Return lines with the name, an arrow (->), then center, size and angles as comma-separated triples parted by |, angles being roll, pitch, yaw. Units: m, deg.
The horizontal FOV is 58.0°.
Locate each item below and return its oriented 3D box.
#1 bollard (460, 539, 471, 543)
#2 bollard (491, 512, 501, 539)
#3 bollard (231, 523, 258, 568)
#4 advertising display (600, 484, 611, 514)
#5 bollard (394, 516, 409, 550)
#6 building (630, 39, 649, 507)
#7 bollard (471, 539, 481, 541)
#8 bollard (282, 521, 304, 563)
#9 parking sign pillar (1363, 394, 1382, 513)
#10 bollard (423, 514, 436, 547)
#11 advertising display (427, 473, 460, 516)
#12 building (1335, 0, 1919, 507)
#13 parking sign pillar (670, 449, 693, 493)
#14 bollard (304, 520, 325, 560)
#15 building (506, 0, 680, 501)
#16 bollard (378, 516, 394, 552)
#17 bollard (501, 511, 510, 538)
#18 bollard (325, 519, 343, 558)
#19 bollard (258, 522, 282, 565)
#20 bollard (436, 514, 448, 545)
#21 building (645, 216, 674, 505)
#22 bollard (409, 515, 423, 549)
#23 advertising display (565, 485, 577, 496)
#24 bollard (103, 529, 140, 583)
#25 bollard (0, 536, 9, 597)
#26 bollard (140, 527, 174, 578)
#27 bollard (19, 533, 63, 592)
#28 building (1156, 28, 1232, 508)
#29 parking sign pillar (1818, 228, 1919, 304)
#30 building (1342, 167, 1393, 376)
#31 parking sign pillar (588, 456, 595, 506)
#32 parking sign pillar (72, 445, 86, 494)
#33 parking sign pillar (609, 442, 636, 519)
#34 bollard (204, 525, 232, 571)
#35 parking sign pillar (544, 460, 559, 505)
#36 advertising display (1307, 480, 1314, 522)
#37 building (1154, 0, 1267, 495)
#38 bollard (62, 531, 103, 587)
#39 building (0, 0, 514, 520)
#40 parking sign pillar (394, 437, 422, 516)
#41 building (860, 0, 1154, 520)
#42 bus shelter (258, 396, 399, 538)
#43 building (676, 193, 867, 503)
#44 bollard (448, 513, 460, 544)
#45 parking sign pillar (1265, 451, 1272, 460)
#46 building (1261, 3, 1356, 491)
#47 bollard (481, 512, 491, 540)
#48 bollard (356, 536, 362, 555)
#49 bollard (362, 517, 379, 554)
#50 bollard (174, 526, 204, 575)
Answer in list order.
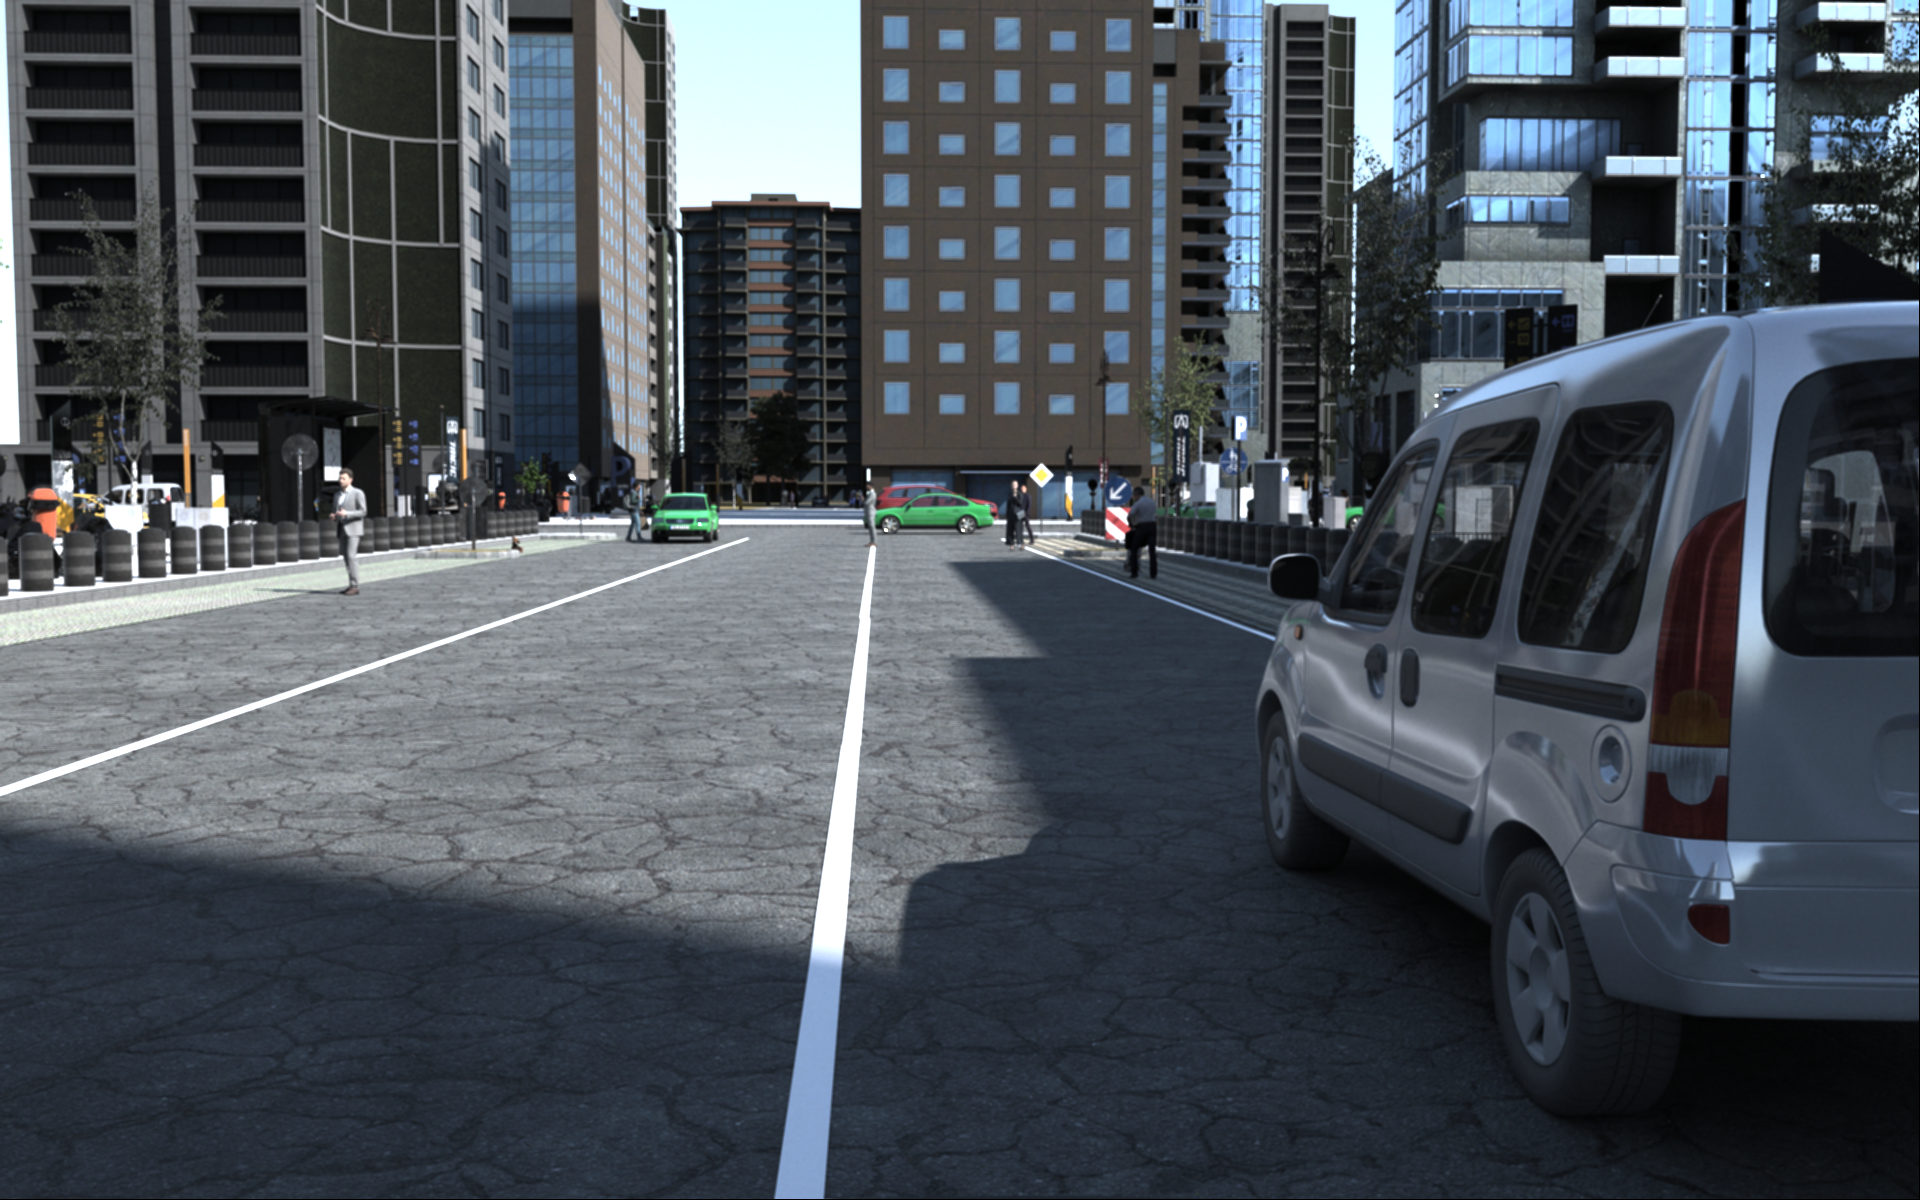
bollard -> -13.258, -1.900, 45.778 | 0.404, 0.777, 0.398 | 0, 3, 0
bollard -> -13.426, -2.121, 49.393 | 0.404, 0.777, 0.398 | 0, 3, 0
bollard -> -12.523, -0.941, 30.103 | 0.404, 0.777, 0.398 | 0, 3, 0
advertising display -> -22.496, -6.444, 110.579 | 0.974, 1.923, 0.123 | -1, 4, -8
bollard -> -12.974, -1.532, 39.767 | 0.404, 0.777, 0.398 | 0, 3, 0
building -> -37.518, -31.425, 163.907 | 14.600, 45.320, 14.200 | 0, 4, -3
bollard -> -13.313, -1.974, 46.989 | 0.404, 0.777, 0.398 | 0, 3, 0
bollard -> -12.638, -1.089, 32.520 | 0.404, 0.777, 0.398 | 0, 3, 0
parking sign pillar -> 11.260, -3.602, 47.372 | 1.447, 3.967, 1.447 | 1, 4, 12
bollard -> -13.089, -1.679, 42.168 | 0.404, 0.777, 0.398 | 0, 3, 0
advertising display -> -15.819, -2.928, 53.093 | 0.974, 1.923, 0.123 | 0, 4, -1
building -> 37.601, -47.828, 94.656 | 31.000, 86.520, 22.319 | 0, 4, -3
parking sign pillar -> -16.644, -7.044, 103.637 | 1.447, 3.967, 1.447 | 0, 4, -4
bollard -> -12.695, -1.163, 33.738 | 0.404, 0.777, 0.398 | 0, 3, 0
building -> -52.541, -49.783, 252.210 | 20.611, 71.187, 20.563 | 0, 4, -3
bollard -> -12.922, -1.459, 38.567 | 0.404, 0.777, 0.398 | 0, 3, 0
bollard -> -13.483, -2.195, 50.605 | 0.404, 0.777, 0.398 | 0, 3, 0
bollard -> -12.750, -1.238, 34.950 | 0.404, 0.777, 0.398 | 0, 3, 0
bollard -> -12.582, -1.014, 31.303 | 0.404, 0.777, 0.398 | 0, 3, 0
bollard -> -13.144, -1.753, 43.371 | 0.404, 0.777, 0.398 | 0, 3, 0
building -> -37.791, -24.880, 178.490 | 14.160, 30.474, 14.107 | 0, 4, -3
bollard -> -13.032, -1.606, 40.967 | 0.404, 0.777, 0.398 | 0, 3, 0
advertising display -> -28.099, -7.327, 125.009 | 0.123, 1.923, 0.974 | 3, 5, 40
bollard -> -12.303, -0.646, 25.275 | 0.404, 0.777, 0.398 | 0, 3, 0
bollard -> -12.132, -0.425, 21.659 | 0.404, 0.777, 0.398 | 0, 3, 0
bollard -> -12.357, -0.720, 26.487 | 0.404, 0.777, 0.398 | 0, 3, 0
bollard -> -12.188, -0.498, 22.860 | 0.404, 0.777, 0.398 | 0, 3, 0
building -> 17.278, -31.483, 164.862 | 14.600, 45.320, 14.200 | 0, 4, -3
parking sign pillar -> 9.257, -1.763, 17.299 | 1.447, 3.967, 1.447 | 2, 4, 25
building -> 56.653, -30.518, 190.845 | 23.993, 40.220, 32.217 | 0, 4, -3
parking sign pillar -> -26.043, -8.185, 122.300 | 1.447, 3.967, 1.447 | -1, 4, -13
parking sign pillar -> -41.727, -5.679, 81.332 | 1.447, 3.967, 1.447 | 1, 4, 21
parking sign pillar -> -17.344, -6.157, 89.131 | 1.447, 3.967, 1.447 | 2, 4, 27
bollard -> -12.470, -0.867, 28.889 | 0.404, 0.777, 0.398 | 0, 3, 0
parking sign pillar -> -32.462, -9.099, 137.236 | 1.447, 3.967, 1.447 | -2, 4, -35
advertising display -> 16.150, -4.558, 79.733 | 0.123, 1.923, 0.974 | 0, 4, 0
building -> 20.893, -53.500, 187.403 | 22.319, 86.520, 31.000 | 0, 4, -3
bollard -> -12.244, -0.572, 24.069 | 0.404, 0.777, 0.398 | 0, 3, 0
building -> -36.738, -40.008, 92.386 | 20.611, 71.187, 20.563 | 0, 4, -3
parking sign pillar -> -25.875, -5.670, 81.173 | 1.447, 3.967, 1.447 | 2, 4, 34
building -> 1.971, -26.940, 90.575 | 14.200, 45.320, 14.600 | 0, 4, -3
bus shelter -> -16.127, -3.259, 44.576 | 1.731, 3.624, 6.357 | 0, 4, -3
building -> -27.857, -36.705, 254.758 | 28.867, 44.769, 22.147 | 0, 4, -3
bollard -> -13.201, -1.826, 44.576 | 0.404, 0.777, 0.398 | 0, 3, 0
parking sign pillar -> 19.378, -7.371, 108.984 | 1.447, 3.967, 1.447 | -1, 4, -14
building -> 47.566, -50.035, 256.317 | 20.611, 71.187, 20.563 | 0, 4, -3
bollard -> -13.365, -2.047, 48.189 | 0.404, 0.777, 0.398 | 0, 3, 0
bollard -> -12.806, -1.311, 36.158 | 0.404, 0.777, 0.398 | 0, 3, 0
bollard -> -12.863, -1.385, 37.359 | 0.404, 0.777, 0.398 | 0, 3, 0
bollard -> -12.413, -0.793, 27.687 | 0.404, 0.777, 0.398 | 0, 3, 0
